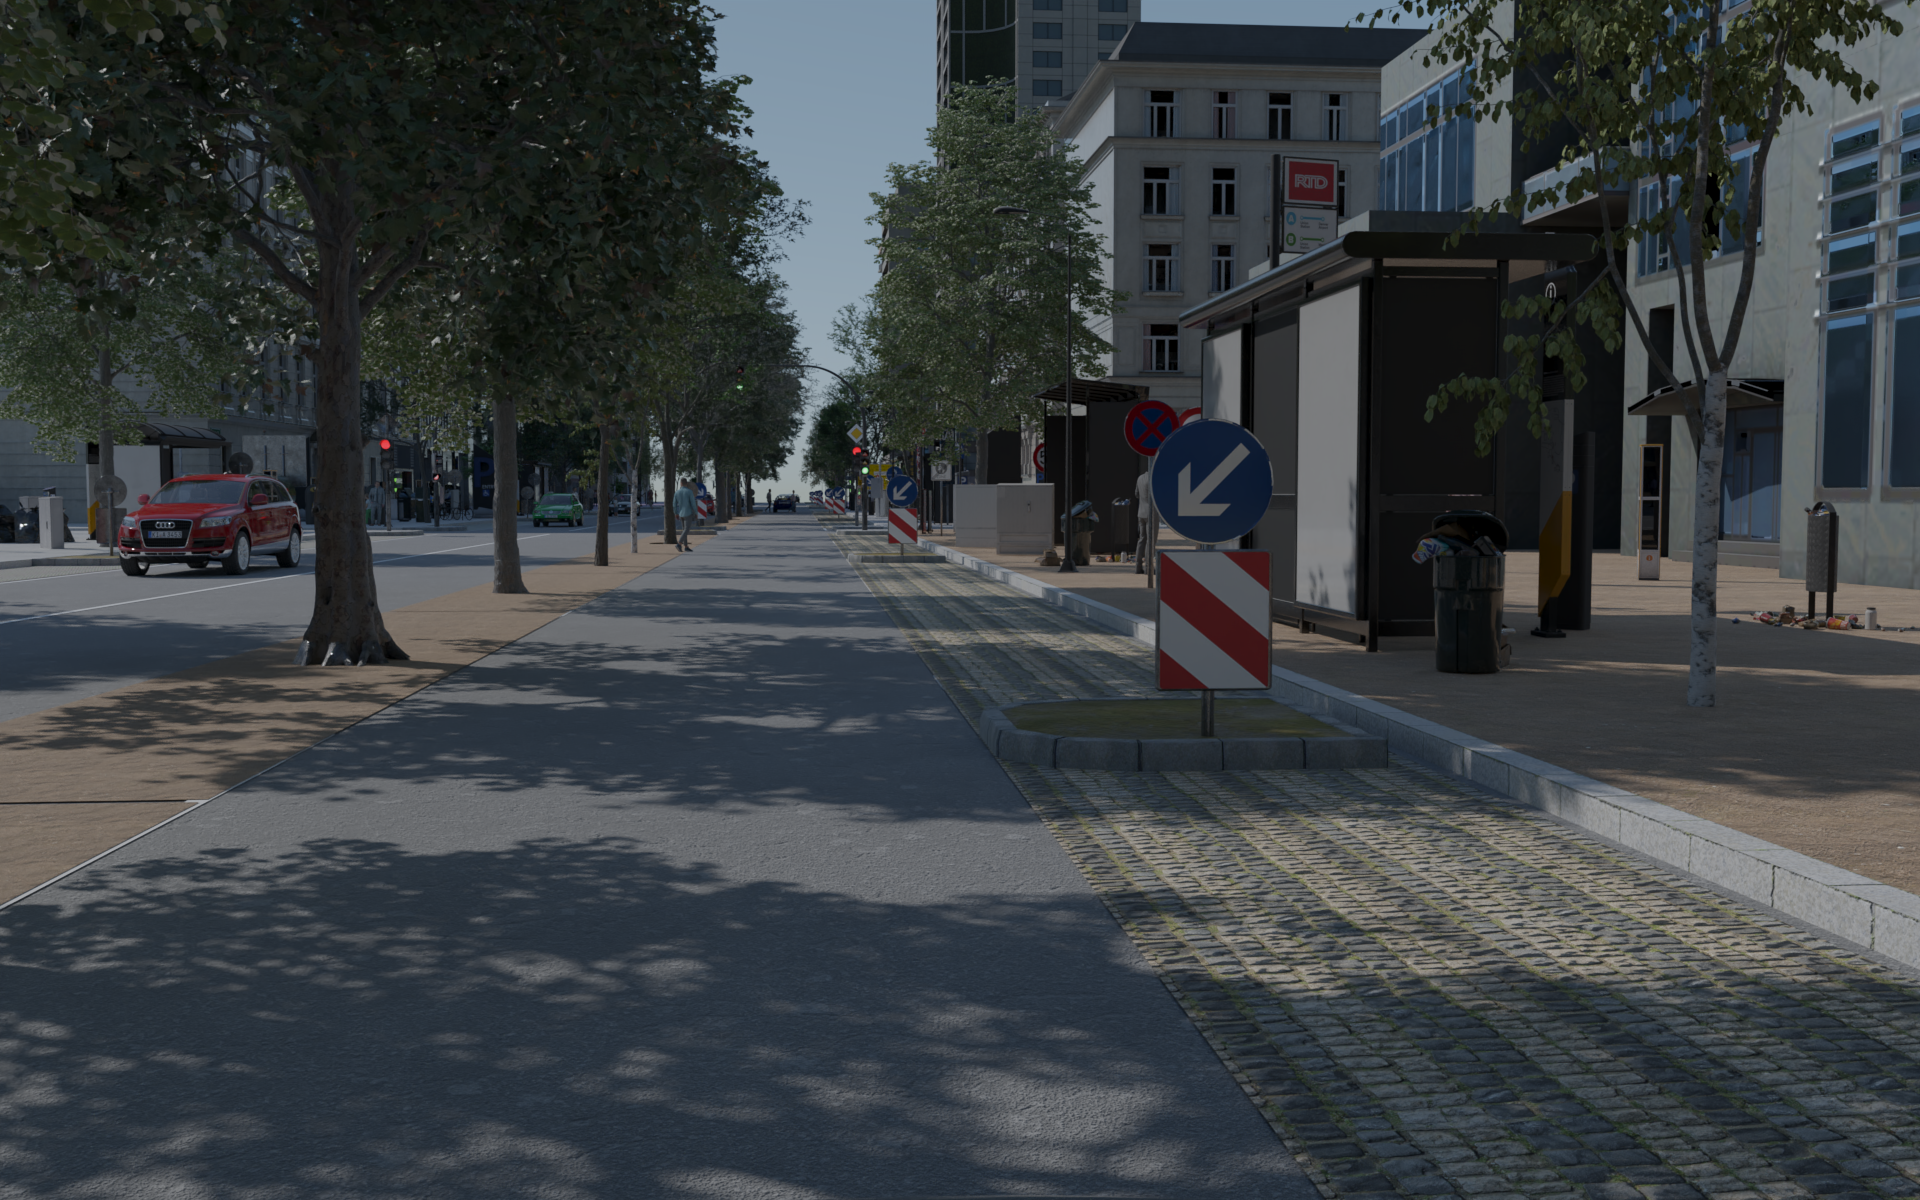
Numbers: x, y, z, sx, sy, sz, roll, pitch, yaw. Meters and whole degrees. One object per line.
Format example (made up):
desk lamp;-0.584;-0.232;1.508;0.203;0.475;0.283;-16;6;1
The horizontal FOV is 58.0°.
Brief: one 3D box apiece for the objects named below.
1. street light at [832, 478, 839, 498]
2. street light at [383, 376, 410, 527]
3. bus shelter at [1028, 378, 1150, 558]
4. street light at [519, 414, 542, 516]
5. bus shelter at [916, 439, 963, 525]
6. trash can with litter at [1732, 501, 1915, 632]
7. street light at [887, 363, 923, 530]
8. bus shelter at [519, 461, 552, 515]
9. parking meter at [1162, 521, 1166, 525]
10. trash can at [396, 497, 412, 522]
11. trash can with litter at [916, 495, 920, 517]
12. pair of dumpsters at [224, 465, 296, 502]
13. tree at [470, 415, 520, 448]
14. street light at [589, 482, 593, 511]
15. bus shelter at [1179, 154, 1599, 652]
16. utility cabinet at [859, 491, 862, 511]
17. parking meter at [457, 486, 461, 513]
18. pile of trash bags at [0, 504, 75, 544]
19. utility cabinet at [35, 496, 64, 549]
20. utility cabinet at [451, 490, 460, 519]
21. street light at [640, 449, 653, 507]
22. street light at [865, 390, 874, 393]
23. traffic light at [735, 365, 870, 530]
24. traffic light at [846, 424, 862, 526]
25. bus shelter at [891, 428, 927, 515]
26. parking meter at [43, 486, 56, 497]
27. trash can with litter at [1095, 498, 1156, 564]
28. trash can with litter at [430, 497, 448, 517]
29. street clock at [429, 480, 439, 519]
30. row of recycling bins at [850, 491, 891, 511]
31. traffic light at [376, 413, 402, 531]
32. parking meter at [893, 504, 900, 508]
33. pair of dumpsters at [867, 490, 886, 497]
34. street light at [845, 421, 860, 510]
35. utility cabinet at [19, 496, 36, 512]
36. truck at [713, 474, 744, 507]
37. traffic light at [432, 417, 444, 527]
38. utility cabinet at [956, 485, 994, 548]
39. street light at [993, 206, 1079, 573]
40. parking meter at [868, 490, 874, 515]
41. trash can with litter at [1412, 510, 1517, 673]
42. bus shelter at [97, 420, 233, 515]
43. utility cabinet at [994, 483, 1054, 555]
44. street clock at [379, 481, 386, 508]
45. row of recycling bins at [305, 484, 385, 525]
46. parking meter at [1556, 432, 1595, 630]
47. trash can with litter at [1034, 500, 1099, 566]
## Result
street light;-10.546;-11.047;153.154;1.470;5.913;1.316;0;4;-5
street light;-21.898;-5.827;67.806;1.470;5.913;1.316;0;4;-5
bus shelter;2.767;-2.862;38.083;1.731;3.624;6.357;0;4;-5
street light;-25.007;-7.849;100.872;1.470;5.913;1.316;0;4;-5
bus shelter;-0.888;-5.179;75.956;1.731;3.624;6.357;0;4;-5
trash can with litter;8.487;-0.370;17.102;1.678;1.210;2.233;1;4;8
street light;-1.908;-5.430;61.317;1.470;5.913;1.316;0;4;-5
bus shelter;-27.519;-8.063;109.459;2.179;5.291;8.768;0;4;-5
parking meter;8.543;-4.072;72.292;0.255;1.863;0.399;3;5;40
trash can;-25.781;-4.200;80.318;0.748;1.137;0.748;0;3;0
trash can with litter;-2.596;-5.086;94.211;2.233;1.210;1.678;-1;4;-17
pair of dumpsters;-23.418;-3.361;57.438;1.574;2.255;4.437;0;4;-6
tree;-35.149;-11.175;133.074;4.360;8.622;3.978;0;3;0
street light;-28.095;-9.872;133.954;1.470;5.913;1.316;0;4;-5
bus shelter;3.710;-2.482;18.208;2.179;5.291;8.768;0;4;-5
utility cabinet;-7.219;-7.541;131.971;1.173;1.500;0.318;-3;5;-44
parking meter;-32.690;-6.542;112.680;0.399;1.863;0.255;2;4;24
pile of trash bags;-25.276;-2.210;45.881;3.447;1.369;1.912;1;4;15
utility cabinet;-21.391;-1.810;40.763;0.306;1.237;1.020;-3;5;-41
utility cabinet;-25.753;-4.869;88.286;0.318;1.500;1.173;-1;4;-22
street light;-32.330;-12.586;178.320;1.470;5.913;1.316;0;4;-5
street light;-3.546;-6.436;77.768;1.470;5.913;1.316;0;4;-5
traffic light;-5.470;-5.271;60.855;4.771;5.953;1.251;0;4;-5
traffic light;-4.142;-4.906;69.141;0.839;4.253;0.868;0;4;-5
bus shelter;-2.807;-7.463;99.654;2.179;5.291;8.768;0;4;-5
parking meter;-29.575;-2.928;56.285;0.372;1.533;0.369;0;3;0
trash can with litter;3.354;-1.343;33.008;1.678;1.210;2.233;3;4;37
trash can with litter;-29.954;-5.400;99.350;1.678;1.210;2.233;-2;4;-29
street clock;-27.214;-5.201;89.604;0.471;2.002;0.358;-1;4;-9
row of recycling bins;-6.739;-7.735;133.572;3.534;1.692;1.069;0;4;2
traffic light;-19.684;-4.326;59.652;0.839;4.253;0.868;0;4;-5
parking meter;-2.524;-3.749;69.701;0.372;1.533;0.369;0;3;0
pair of dumpsters;-5.545;-7.123;118.954;1.574;2.255;4.437;0;4;-5
street light;-6.635;-8.458;110.837;1.470;5.913;1.316;0;4;-5
utility cabinet;-27.244;-2.435;50.978;0.306;1.237;1.020;0;4;3
truck;-24.327;-11.853;183.548;2.967;4.110;18.799;0;4;-5
traffic light;-18.356;-5.698;67.832;4.771;5.953;1.251;0;4;-5
utility cabinet;0.484;-1.978;41.019;1.173;1.500;0.318;2;4;29
street light;1.237;-3.403;28.188;1.470;5.913;1.316;0;4;-5
parking meter;-5.353;-5.880;104.557;0.372;1.533;0.369;0;3;0
trash can with litter;3.729;-0.081;12.712;0.624;1.170;1.055;2;4;26
bus shelter;-23.038;-3.449;50.316;2.014;3.302;5.546;0;4;-5
utility cabinet;1.359;-1.676;36.075;1.173;1.500;0.318;1;4;12
street clock;-33.153;-5.802;99.440;0.358;2.002;0.471;1;4;23
row of recycling bins;-25.831;-4.014;72.744;3.534;1.692;1.069;1;4;10
parking meter;5.776;-0.656;16.437;0.399;1.863;0.255;3;5;39
trash can with litter;1.901;-1.194;30.903;1.055;1.170;0.624;-1;4;-21
